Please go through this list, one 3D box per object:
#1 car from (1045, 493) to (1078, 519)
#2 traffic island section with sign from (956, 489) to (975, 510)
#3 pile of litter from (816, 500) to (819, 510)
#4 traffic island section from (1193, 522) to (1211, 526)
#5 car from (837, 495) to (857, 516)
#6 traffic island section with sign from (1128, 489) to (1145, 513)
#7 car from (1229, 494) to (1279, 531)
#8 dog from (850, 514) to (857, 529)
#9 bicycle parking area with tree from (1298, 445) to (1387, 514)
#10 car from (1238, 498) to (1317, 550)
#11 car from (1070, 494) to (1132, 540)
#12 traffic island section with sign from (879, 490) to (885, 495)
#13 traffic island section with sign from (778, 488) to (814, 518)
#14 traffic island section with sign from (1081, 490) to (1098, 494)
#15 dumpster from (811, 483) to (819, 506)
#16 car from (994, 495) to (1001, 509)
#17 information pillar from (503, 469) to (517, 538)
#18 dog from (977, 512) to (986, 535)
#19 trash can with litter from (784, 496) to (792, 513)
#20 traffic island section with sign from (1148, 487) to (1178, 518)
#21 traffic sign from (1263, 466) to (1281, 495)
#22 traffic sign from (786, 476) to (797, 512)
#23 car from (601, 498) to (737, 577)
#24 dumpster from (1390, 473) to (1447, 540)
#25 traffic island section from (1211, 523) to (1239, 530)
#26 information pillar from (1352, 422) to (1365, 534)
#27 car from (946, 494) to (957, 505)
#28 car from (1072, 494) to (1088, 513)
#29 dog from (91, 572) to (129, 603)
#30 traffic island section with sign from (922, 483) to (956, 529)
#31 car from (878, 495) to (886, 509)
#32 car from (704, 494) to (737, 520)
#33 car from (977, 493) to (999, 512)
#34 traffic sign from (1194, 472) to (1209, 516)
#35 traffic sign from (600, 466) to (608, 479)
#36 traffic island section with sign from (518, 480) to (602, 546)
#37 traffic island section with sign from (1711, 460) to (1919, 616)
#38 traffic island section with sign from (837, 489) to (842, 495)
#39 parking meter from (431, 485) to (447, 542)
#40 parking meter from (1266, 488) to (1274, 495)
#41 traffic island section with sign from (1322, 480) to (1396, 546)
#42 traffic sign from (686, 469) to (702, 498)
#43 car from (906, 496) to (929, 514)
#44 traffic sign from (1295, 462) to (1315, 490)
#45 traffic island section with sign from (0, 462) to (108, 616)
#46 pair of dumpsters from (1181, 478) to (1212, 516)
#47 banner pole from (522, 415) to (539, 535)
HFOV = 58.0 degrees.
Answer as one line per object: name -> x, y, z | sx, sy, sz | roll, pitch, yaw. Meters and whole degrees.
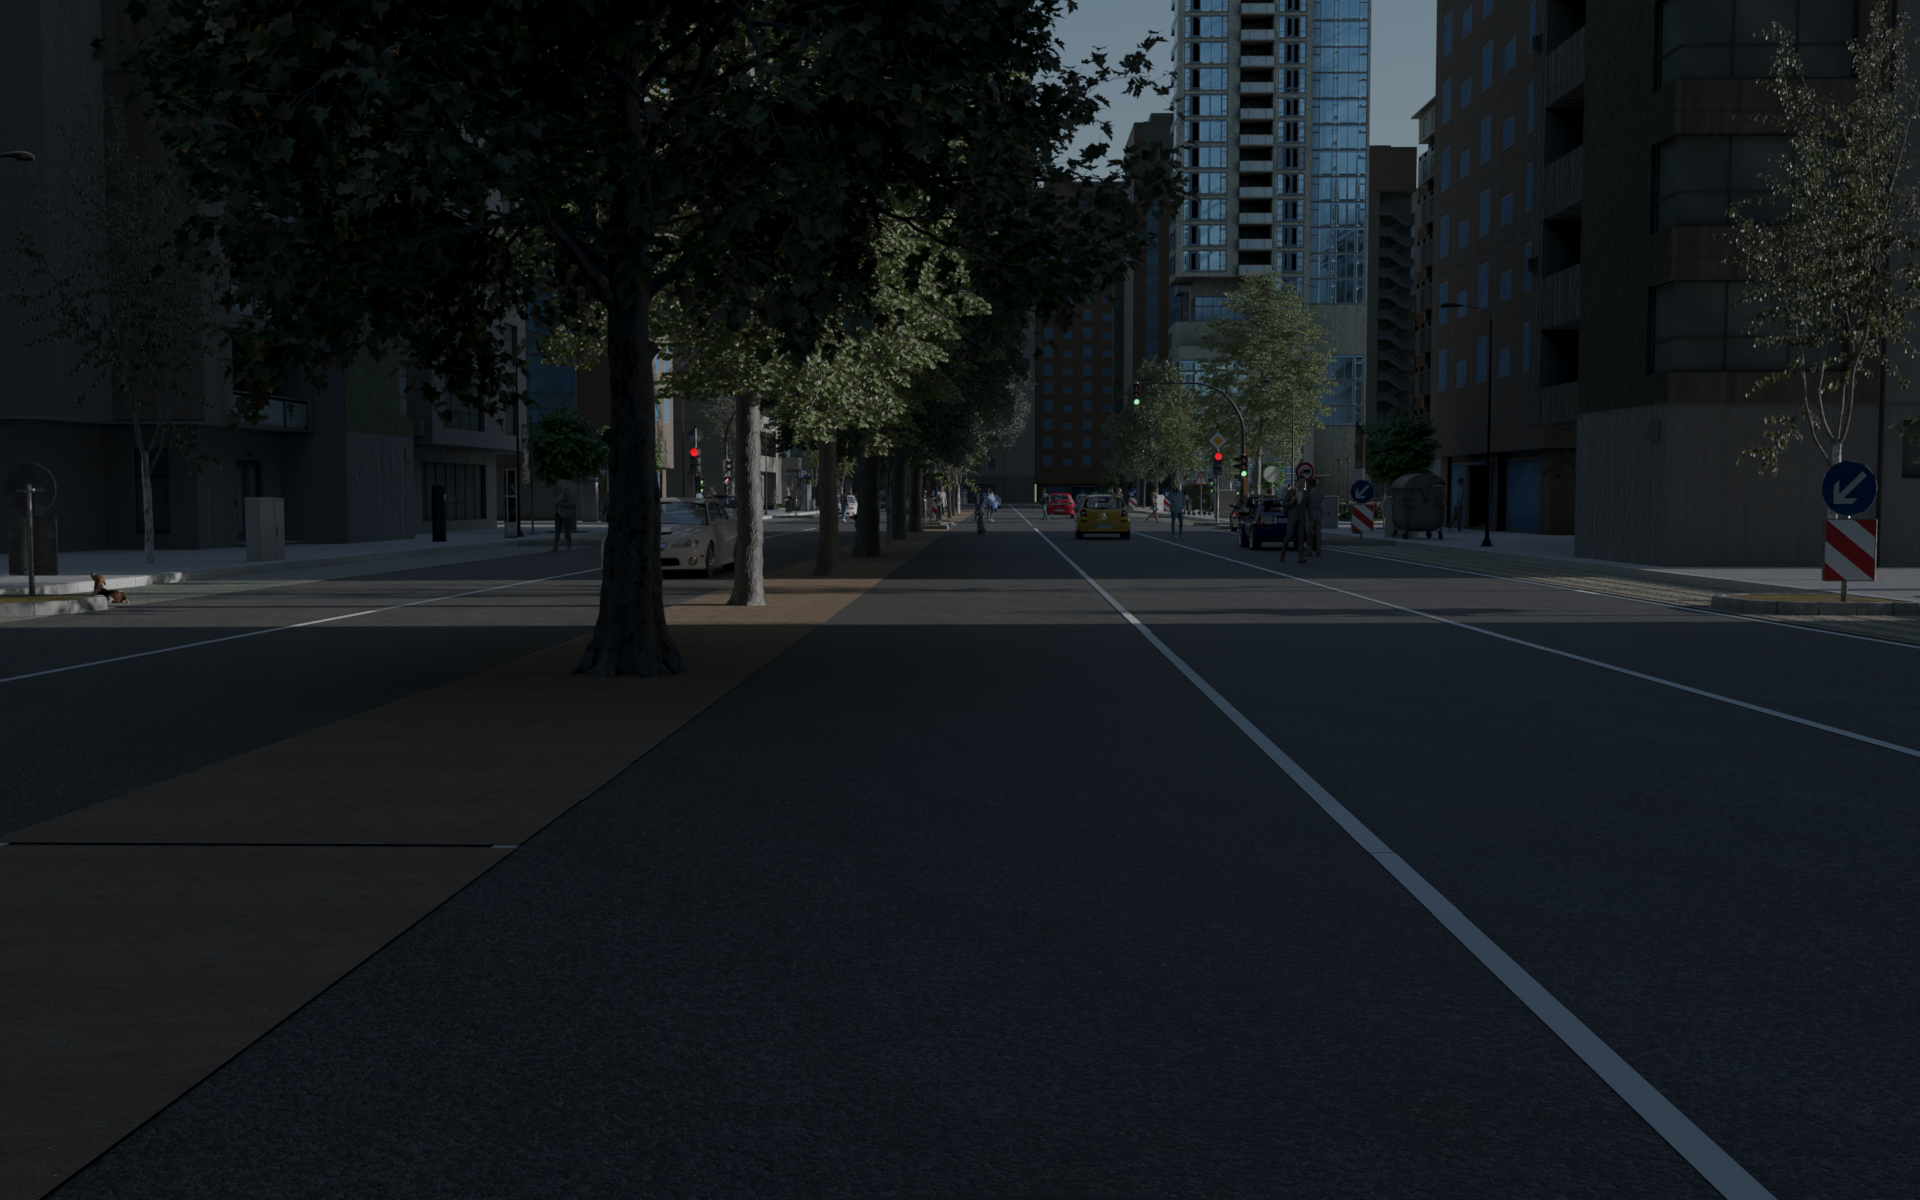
car -> 5.798, -5.635, 101.169 | 2.155, 1.783, 4.494 | 0, 4, 3
traffic island section with sign -> 0.342, -8.895, 153.577 | 2.006, 1.907, 1.989 | 0, 4, 1
pile of litter -> -11.426, -7.613, 138.434 | 1.176, 0.858, 1.719 | -1, 4, -13
traffic island section -> 11.671, -3.439, 78.510 | 2.009, 0.180, 2.903 | 0, 4, 1
car -> -6.969, -5.569, 103.408 | 2.083, 1.381, 4.827 | 0, 4, 0
traffic island section with sign -> 12.811, -7.427, 130.051 | 1.989, 1.847, 2.006 | 0, 4, 1
car -> 11.186, -3.381, 65.061 | 2.009, 1.686, 4.222 | 0, 4, 1
dog -> -2.967, -2.253, 53.673 | 0.800, 0.831, 0.513 | 3, 5, 42
bicycle parking area with tree -> 21.712, -6.821, 98.518 | 8.231, 4.147, 9.016 | 0, 4, 2
car -> 8.325, -2.006, 45.379 | 1.945, 1.354, 3.894 | 0, 4, 3
car -> 4.587, -2.797, 55.947 | 2.015, 1.641, 3.980 | 0, 4, 2
traffic island section with sign -> -8.087, -10.526, 180.733 | 1.989, 1.847, 2.006 | 0, 4, 1
traffic island section with sign -> -9.793, -5.808, 103.596 | 1.989, 1.847, 2.006 | 0, 4, 1
traffic island section with sign -> 13.932, -10.496, 180.239 | 1.989, 1.847, 2.006 | 0, 4, 1
dumpster -> -11.368, -8.433, 140.371 | 1.502, 2.255, 1.985 | 0, 4, 1
car -> 3.109, -9.777, 172.223 | 2.083, 1.381, 4.827 | 0, 4, 0
information pillar -> -13.109, -2.814, 50.496 | 0.304, 2.012, 0.304 | -2, 4, -31
dog -> 0.666, -2.697, 60.931 | 0.513, 0.831, 0.800 | 2, 4, 28
trash can with litter -> -11.882, -6.604, 119.367 | 0.624, 1.170, 1.055 | -1, 4, -11
traffic island section with sign -> 12.229, -5.778, 103.102 | 1.989, 1.847, 2.006 | 0, 4, 1
traffic sign -> 13.911, -4.721, 77.292 | 0.768, 2.556, 0.104 | 0, 4, 7
traffic sign -> -11.837, -7.451, 121.926 | 0.768, 2.556, 0.104 | 0, 4, 4
car -> -5.152, -1.161, 31.346 | 2.083, 1.381, 4.827 | 0, 4, 2
dumpster -> 13.072, -2.668, 49.376 | 1.264, 1.857, 1.865 | 0, 4, 1
traffic island section -> 11.495, -2.951, 70.527 | 2.009, 0.180, 2.903 | 0, 4, 1
information pillar -> 12.922, -3.955, 56.014 | 0.183, 3.616, 0.504 | -1, 4, -18
car -> -1.150, -13.079, 225.848 | 2.014, 1.417, 4.499 | 0, 4, 3
car -> 9.453, -7.299, 131.344 | 2.014, 1.417, 4.499 | 0, 4, 2
dog -> -11.202, -0.152, 22.674 | 0.550, 0.427, 0.748 | -3, 4, -36
traffic island section with sign -> -1.308, -4.301, 78.456 | 2.006, 1.907, 1.989 | 0, 4, 1
car -> -6.704, -8.085, 144.772 | 1.945, 1.354, 3.894 | 0, 4, 2
car -> -8.570, -3.207, 62.217 | 2.009, 1.686, 4.222 | 0, 4, 1
car -> 2.152, -7.917, 139.035 | 1.945, 1.707, 3.694 | 0, 4, 1
traffic sign -> 14.202, -6.243, 102.083 | 0.884, 2.594, 0.081 | 0, 4, 2
traffic sign -> -12.855, -3.880, 63.174 | 0.795, 2.593, 0.064 | 0, 4, 3
traffic island section with sign -> -11.018, -2.409, 48.019 | 1.989, 1.847, 2.006 | 0, 4, 1
traffic island section with sign -> 10.412, -0.772, 21.244 | 1.989, 1.847, 2.006 | 0, 4, 1
traffic island section with sign -> -9.200, -7.457, 130.545 | 1.989, 1.847, 2.006 | 0, 4, 1
parking meter -> -14.010, -2.334, 46.573 | 0.372, 1.533, 0.369 | 0, 3, 0
parking meter -> 14.127, -4.310, 78.886 | 0.372, 1.533, 0.369 | 0, 3, 0
traffic island section with sign -> 11.015, -2.444, 48.595 | 1.989, 1.847, 2.006 | 0, 4, 1
traffic sign -> -12.753, -5.075, 83.084 | 0.768, 2.556, 0.104 | 1, 4, 8
car -> -2.937, -6.887, 121.392 | 1.959, 1.807, 4.718 | 0, 4, 3
traffic sign -> 13.780, -4.230, 69.267 | 0.768, 2.556, 0.104 | 0, 4, 4
traffic island section with sign -> -11.610, -0.761, 21.070 | 1.989, 1.847, 2.006 | 0, 4, 1
pair of dumpsters -> 14.328, -6.255, 104.769 | 1.574, 2.255, 4.437 | 0, 4, 1
banner pole -> -13.656, -3.962, 54.795 | 0.401, 3.779, 0.863 | 1, 4, 14
